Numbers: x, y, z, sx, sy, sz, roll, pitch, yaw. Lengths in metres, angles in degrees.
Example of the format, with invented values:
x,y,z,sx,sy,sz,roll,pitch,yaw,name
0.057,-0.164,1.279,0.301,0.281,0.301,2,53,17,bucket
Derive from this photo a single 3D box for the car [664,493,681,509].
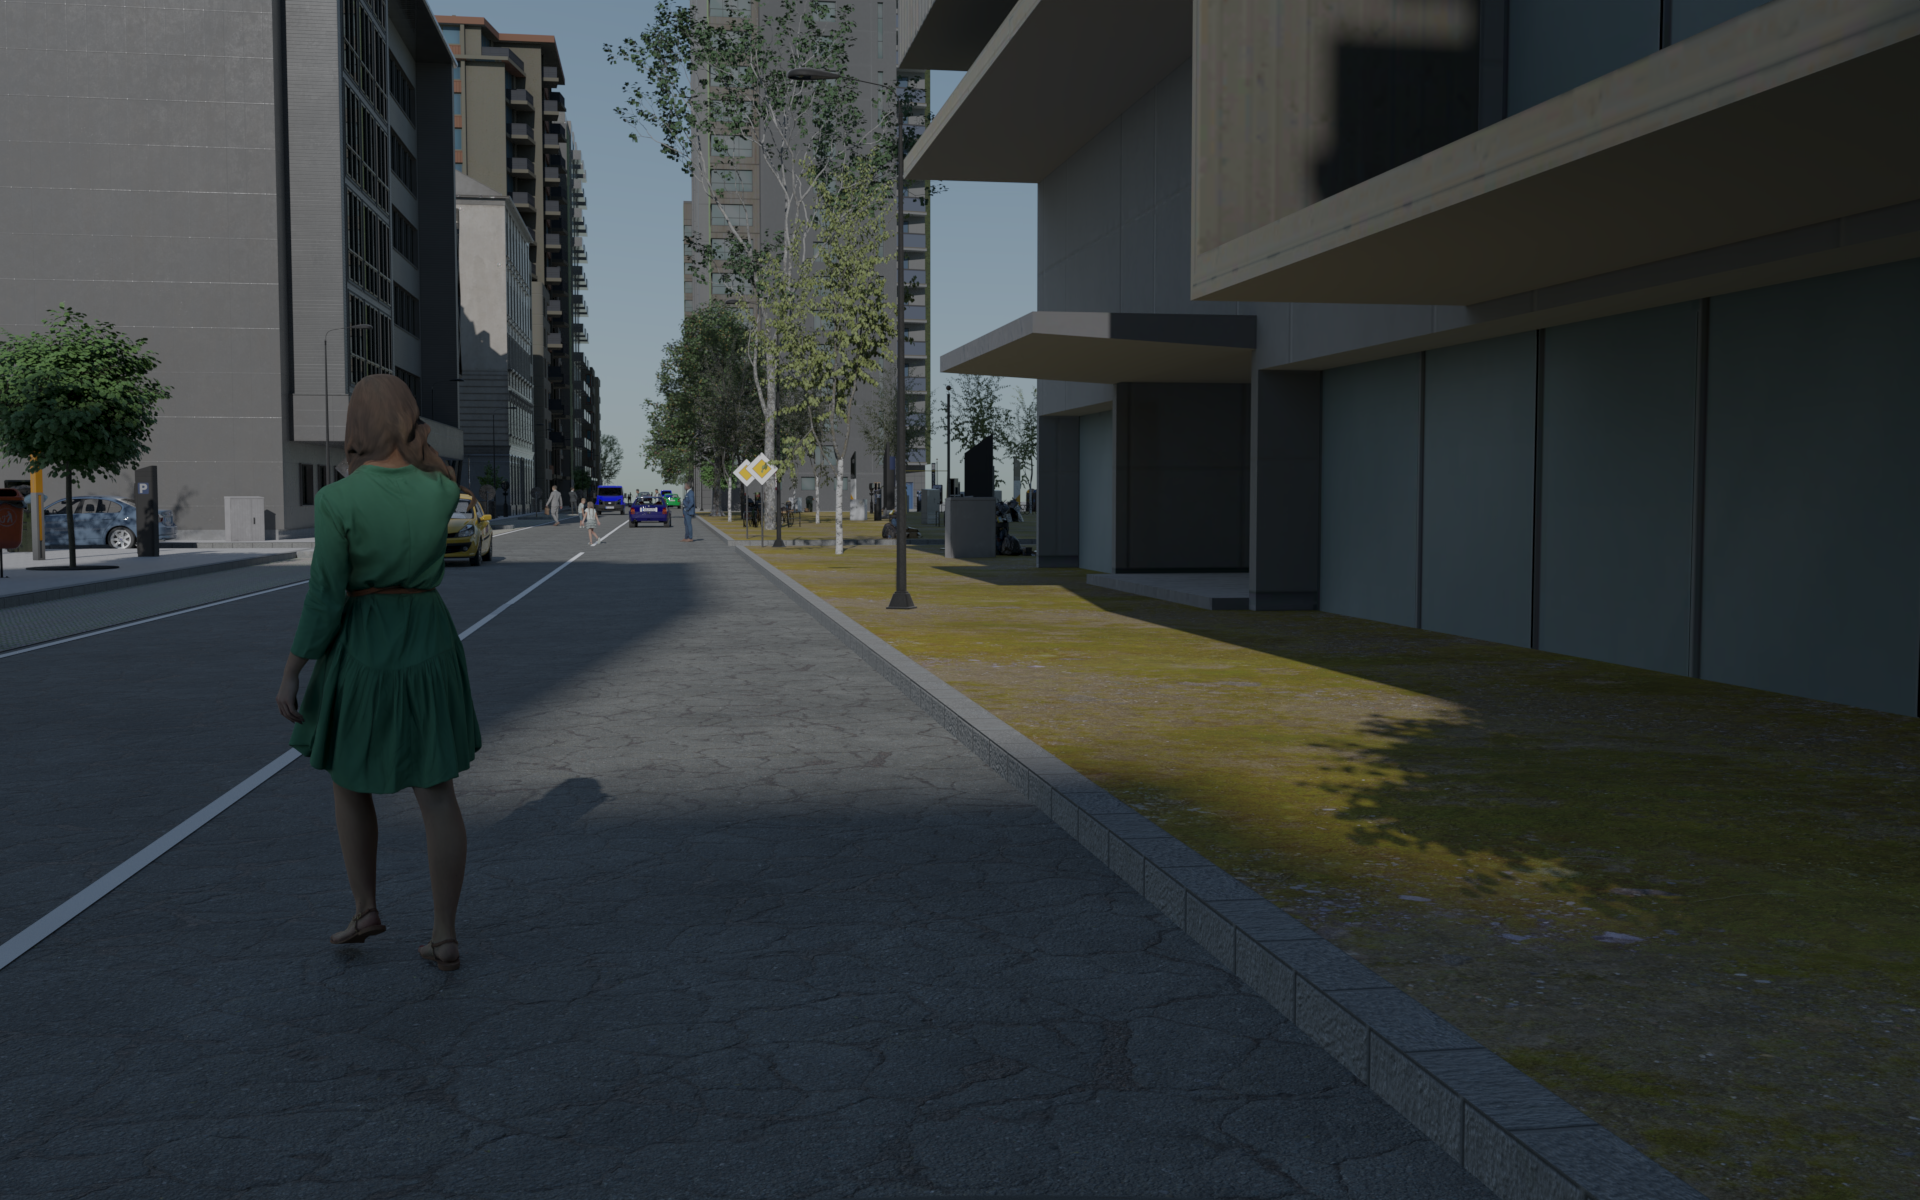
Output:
x,y,z,sx,sy,sz,roll,pitch,yaw,name
-28.099,-9.770,168.539,1.959,1.807,4.718,-1,4,-11,car

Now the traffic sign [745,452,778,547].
x,y,z,sx,sy,sz,roll,pitch,yaw,name
-4.754,-2.321,41.590,0.795,2.450,0.064,-1,4,-10,traffic sign

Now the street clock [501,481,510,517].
x,y,z,sx,sy,sz,roll,pitch,yaw,name
-25.289,-5.614,96.363,0.471,2.002,0.358,3,4,38,street clock

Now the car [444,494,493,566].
x,y,z,sx,sy,sz,roll,pitch,yaw,name
-10.615,-1.551,35.587,2.015,1.641,3.980,-1,4,-10,car

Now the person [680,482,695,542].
x,y,z,sx,sy,sz,roll,pitch,yaw,name
-8.126,-2.639,51.833,0.419,1.800,0.721,-1,4,-21,person

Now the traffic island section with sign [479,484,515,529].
x,y,z,sx,sy,sz,roll,pitch,yaw,name
-19.222,-3.788,70.561,1.989,1.847,2.006,-1,4,-10,traffic island section with sign

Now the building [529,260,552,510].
x,y,z,sx,sy,sz,roll,pitch,yaw,name
-46.687,-17.649,133.594,27.650,21.520,28.899,-1,4,-10,building

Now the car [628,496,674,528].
x,y,z,sx,sy,sz,roll,pitch,yaw,name
-13.422,-3.824,75.106,1.945,1.354,3.894,0,4,-8,car

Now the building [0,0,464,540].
x,y,z,sx,sy,sz,roll,pitch,yaw,name
-26.749,-14.819,61.363,14.314,24.678,30.058,-1,4,-10,building

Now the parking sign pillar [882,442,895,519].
x,y,z,sx,sy,sz,roll,pitch,yaw,name
-3.678,-6.191,89.695,1.447,3.967,1.447,-1,4,-11,parking sign pillar

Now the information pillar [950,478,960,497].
x,y,z,sx,sy,sz,roll,pitch,yaw,name
-0.280,-4.625,80.110,0.304,2.012,0.304,2,4,35,information pillar

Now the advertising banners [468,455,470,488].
x,y,z,sx,sy,sz,roll,pitch,yaw,name
-21.739,-4.926,76.725,0.090,3.025,2.074,-1,4,-16,advertising banners

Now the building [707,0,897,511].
x,y,z,sx,sy,sz,roll,pitch,yaw,name
-12.615,-27.647,135.623,14.154,41.232,14.086,-1,4,-10,building

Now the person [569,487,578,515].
x,y,z,sx,sy,sz,roll,pitch,yaw,name
-26.838,-6.878,120.312,0.648,1.900,0.474,0,4,1,person

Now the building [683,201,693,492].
x,y,z,sx,sy,sz,roll,pitch,yaw,name
-31.788,-34.298,244.359,14.154,41.232,14.086,-1,4,-10,building

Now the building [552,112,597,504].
x,y,z,sx,sy,sz,roll,pitch,yaw,name
-58.260,-36.553,217.243,23.786,49.044,30.456,-1,4,-10,building

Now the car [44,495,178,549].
x,y,z,sx,sy,sz,roll,pitch,yaw,name
-22.194,-1.934,43.623,4.499,1.417,2.014,-1,4,-8,car

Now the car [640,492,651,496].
x,y,z,sx,sy,sz,roll,pitch,yaw,name
-50.418,-16.409,276.963,2.281,1.827,5.304,-1,4,-11,car

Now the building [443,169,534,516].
x,y,z,sx,sy,sz,roll,pitch,yaw,name
-32.407,-15.887,108.902,9.793,20.994,18.267,-1,4,-10,building

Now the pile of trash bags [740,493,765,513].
x,y,z,sx,sy,sz,roll,pitch,yaw,name
-14.205,-6.715,119.543,1.912,1.369,3.447,-3,4,-37,pile of trash bags

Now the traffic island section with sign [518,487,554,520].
x,y,z,sx,sy,sz,roll,pitch,yaw,name
-23.708,-5.414,97.141,1.989,1.847,2.006,-1,4,-10,traffic island section with sign

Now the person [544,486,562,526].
x,y,z,sx,sy,sz,roll,pitch,yaw,name
-18.251,-4.241,77.955,0.853,1.813,0.709,2,4,32,person

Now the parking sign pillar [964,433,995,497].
x,y,z,sx,sy,sz,roll,pitch,yaw,name
0.861,-5.409,76.902,1.447,3.967,1.447,1,4,14,parking sign pillar

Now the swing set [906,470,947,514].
x,y,z,sx,sy,sz,roll,pitch,yaw,name
-2.344,-7.162,114.714,3.119,2.851,2.862,0,4,-5,swing set

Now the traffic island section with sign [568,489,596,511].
x,y,z,sx,sy,sz,roll,pitch,yaw,name
-32.054,-8.422,146.331,1.989,1.847,2.006,-1,4,-10,traffic island section with sign

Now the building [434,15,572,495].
x,y,z,sx,sy,sz,roll,pitch,yaw,name
-48.322,-31.031,161.985,22.147,44.769,28.867,-1,4,-10,building

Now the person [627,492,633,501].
x,y,z,sx,sy,sz,roll,pitch,yaw,name
-50.290,-15.577,263.898,0.721,1.735,1.217,2,4,32,person

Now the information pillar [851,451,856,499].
x,y,z,sx,sy,sz,roll,pitch,yaw,name
-5.794,-6.293,94.252,0.183,3.616,0.504,-2,4,-32,information pillar

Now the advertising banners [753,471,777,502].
x,y,z,sx,sy,sz,roll,pitch,yaw,name
-13.667,-7.733,122.620,2.074,3.025,0.090,1,4,18,advertising banners

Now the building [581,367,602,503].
x,y,z,sx,sy,sz,roll,pitch,yaw,name
-65.885,-24.600,247.242,27.650,21.520,28.899,-1,4,-10,building

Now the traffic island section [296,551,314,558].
x,y,z,sx,sy,sz,roll,pitch,yaw,name
-14.042,-1.090,40.106,2.009,0.180,2.903,-1,4,-10,traffic island section

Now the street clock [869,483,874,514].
x,y,z,sx,sy,sz,roll,pitch,yaw,name
-5.810,-6.681,113.803,0.358,2.002,0.471,1,4,13,street clock

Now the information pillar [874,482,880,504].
x,y,z,sx,sy,sz,roll,pitch,yaw,name
-5.242,-6.437,109.733,0.304,2.012,0.304,3,4,38,information pillar

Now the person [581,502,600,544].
x,y,z,sx,sy,sz,roll,pitch,yaw,name
-10.512,-2.188,49.293,0.505,1.210,0.382,-3,5,-43,person

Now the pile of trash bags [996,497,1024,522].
x,y,z,sx,sy,sz,roll,pitch,yaw,name
1.379,-4.332,80.572,1.912,1.369,3.447,-3,5,-40,pile of trash bags

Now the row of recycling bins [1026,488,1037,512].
x,y,z,sx,sy,sz,roll,pitch,yaw,name
5.864,-7.234,125.389,1.069,1.692,3.534,-2,4,-26,row of recycling bins

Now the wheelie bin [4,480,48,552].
x,y,z,sx,sy,sz,roll,pitch,yaw,name
-20.737,-1.862,38.346,0.980,1.594,0.693,-2,4,-27,wheelie bin

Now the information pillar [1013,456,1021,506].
x,y,z,sx,sy,sz,roll,pitch,yaw,name
3.482,-7.032,106.320,0.504,3.616,0.183,-2,4,-32,information pillar

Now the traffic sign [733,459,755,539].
x,y,z,sx,sy,sz,roll,pitch,yaw,name
-6.087,-2.803,49.464,0.795,2.450,0.064,-1,4,-10,traffic sign

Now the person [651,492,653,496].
x,y,z,sx,sy,sz,roll,pitch,yaw,name
-45.797,-15.150,256.925,0.721,1.743,1.217,0,4,-1,person

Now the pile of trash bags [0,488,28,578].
x,y,z,sx,sy,sz,roll,pitch,yaw,name
-15.571,-0.956,25.378,3.447,1.369,1.912,-3,5,-41,pile of trash bags

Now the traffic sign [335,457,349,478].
x,y,z,sx,sy,sz,roll,pitch,yaw,name
-14.020,-2.227,40.048,0.795,2.450,0.064,-1,4,-10,traffic sign

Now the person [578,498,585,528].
x,y,z,sx,sy,sz,roll,pitch,yaw,name
-16.007,-3.679,73.342,0.352,1.250,0.332,0,4,8,person

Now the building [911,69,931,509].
x,y,z,sx,sy,sz,roll,pitch,yaw,name
-13.366,-37.613,156.966,21.231,58.520,28.212,-1,4,-10,building

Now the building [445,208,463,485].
x,y,z,sx,sy,sz,roll,pitch,yaw,name
-33.355,-13.300,84.902,16.820,18.784,16.811,-1,4,-10,building

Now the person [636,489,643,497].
x,y,z,sx,sy,sz,roll,pitch,yaw,name
-21.831,-6.661,117.762,0.721,1.781,0.623,-2,4,-32,person

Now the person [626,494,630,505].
x,y,z,sx,sy,sz,roll,pitch,yaw,name
-44.376,-13.448,231.636,0.557,1.426,1.065,1,4,14,person

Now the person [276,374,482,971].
x,y,z,sx,sy,sz,roll,pitch,yaw,name
-1.742,0.211,5.297,0.529,1.795,0.600,3,5,40,person

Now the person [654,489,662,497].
x,y,z,sx,sy,sz,roll,pitch,yaw,name
-20.015,-6.481,114.816,0.623,1.781,0.721,0,4,5,person

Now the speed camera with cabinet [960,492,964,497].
x,y,z,sx,sy,sz,roll,pitch,yaw,name
0.360,-7.209,112.197,2.038,3.252,0.660,-1,4,-22,speed camera with cabinet

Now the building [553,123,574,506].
x,y,z,sx,sy,sz,roll,pitch,yaw,name
-48.929,-30.634,184.464,14.154,41.232,14.086,-1,4,-10,building

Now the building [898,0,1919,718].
x,y,z,sx,sy,sz,roll,pitch,yaw,name
14.293,-26.250,18.431,28.713,52.752,27.495,-1,4,-10,building
